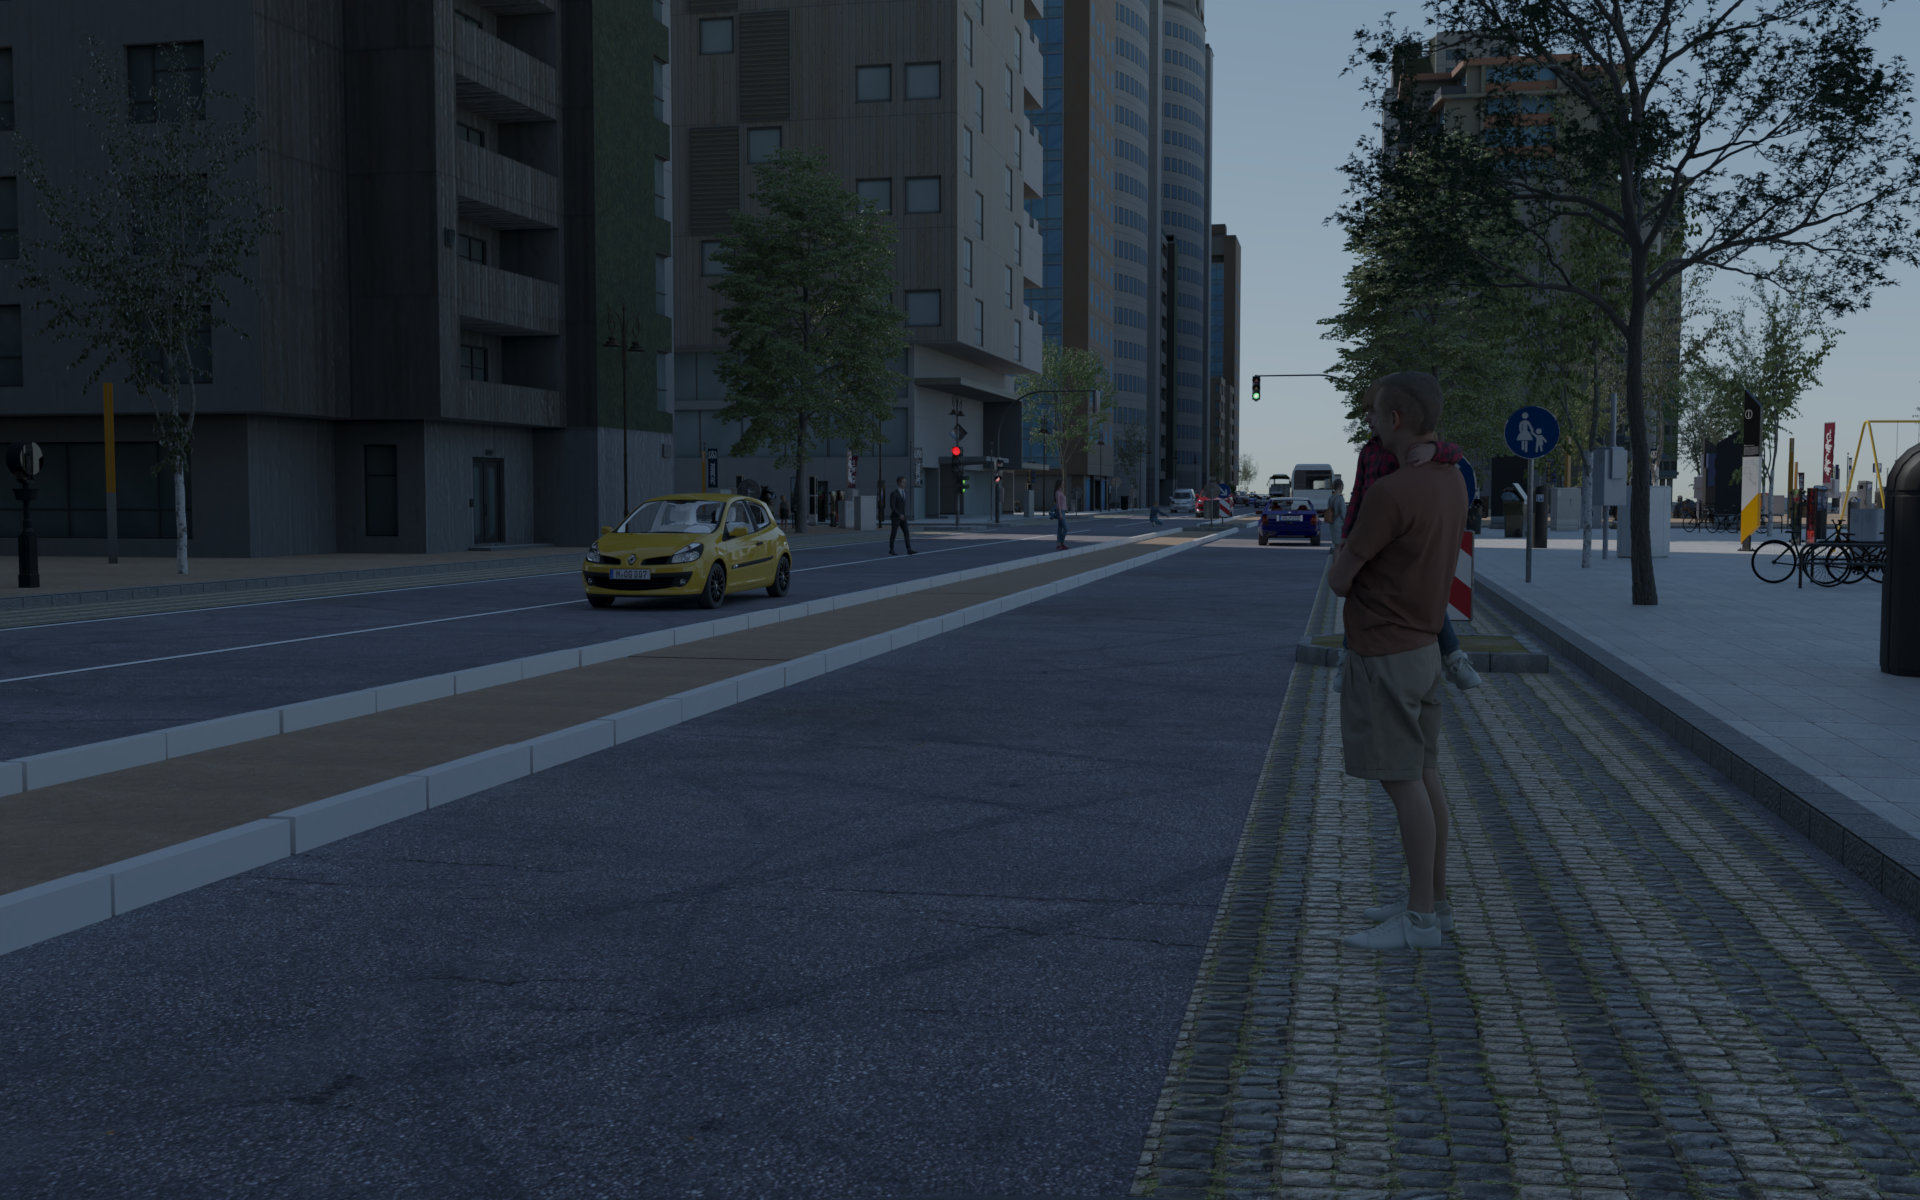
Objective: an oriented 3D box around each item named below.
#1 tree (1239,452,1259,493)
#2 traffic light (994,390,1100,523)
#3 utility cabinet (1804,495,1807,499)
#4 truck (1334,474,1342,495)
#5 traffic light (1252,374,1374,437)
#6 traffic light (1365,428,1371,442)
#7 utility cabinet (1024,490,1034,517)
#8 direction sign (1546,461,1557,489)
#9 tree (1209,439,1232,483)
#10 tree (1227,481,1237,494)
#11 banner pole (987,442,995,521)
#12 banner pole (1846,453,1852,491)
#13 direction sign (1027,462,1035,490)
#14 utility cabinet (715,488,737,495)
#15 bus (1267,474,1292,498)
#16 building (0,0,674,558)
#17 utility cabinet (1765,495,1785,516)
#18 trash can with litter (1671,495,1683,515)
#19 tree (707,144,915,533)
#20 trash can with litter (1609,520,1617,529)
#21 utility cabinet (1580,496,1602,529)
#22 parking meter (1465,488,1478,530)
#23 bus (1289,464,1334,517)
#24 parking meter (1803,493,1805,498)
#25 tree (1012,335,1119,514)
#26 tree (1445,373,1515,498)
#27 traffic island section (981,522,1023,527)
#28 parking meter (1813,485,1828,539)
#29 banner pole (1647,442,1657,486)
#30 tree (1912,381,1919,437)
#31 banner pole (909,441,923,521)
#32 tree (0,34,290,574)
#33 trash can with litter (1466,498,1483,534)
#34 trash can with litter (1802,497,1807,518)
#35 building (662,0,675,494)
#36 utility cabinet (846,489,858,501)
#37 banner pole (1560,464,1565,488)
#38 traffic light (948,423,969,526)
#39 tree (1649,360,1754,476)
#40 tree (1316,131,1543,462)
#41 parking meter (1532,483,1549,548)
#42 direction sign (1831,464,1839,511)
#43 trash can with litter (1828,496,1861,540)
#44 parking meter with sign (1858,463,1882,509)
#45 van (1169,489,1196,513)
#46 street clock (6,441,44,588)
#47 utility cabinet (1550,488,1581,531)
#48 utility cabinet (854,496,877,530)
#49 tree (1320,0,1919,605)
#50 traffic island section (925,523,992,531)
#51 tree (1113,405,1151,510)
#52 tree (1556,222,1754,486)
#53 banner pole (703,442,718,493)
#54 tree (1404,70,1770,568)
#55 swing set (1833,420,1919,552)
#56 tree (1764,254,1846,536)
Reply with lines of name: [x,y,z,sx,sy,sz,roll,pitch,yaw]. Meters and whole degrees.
tree: [50.073,-21.776,306.406,4.360,8.622,3.978,0,3,0]
traffic light: [3.735,-6.201,76.052,4.771,5.953,1.251,1,4,13]
utility cabinet: [56.616,-6.355,115.060,1.020,1.237,0.306,-1,4,-16]
truck: [53.226,-15.839,247.887,2.839,4.237,11.283,1,4,11]
traffic light: [13.448,-5.558,65.537,4.771,5.953,1.251,1,4,13]
traffic light: [17.254,-5.143,73.013,0.839,4.253,0.868,1,4,13]
utility cabinet: [3.753,-5.226,94.131,0.318,1.500,1.173,-1,4,-12]
direction sign: [40.038,-7.666,117.329,0.876,3.537,0.379,-2,4,-25]
tree: [33.182,-16.812,225.243,4.360,8.622,3.978,0,3,0]
tree: [40.694,-16.206,259.572,1.663,3.219,1.824,0,3,0]
banner pole: [1.521,-5.720,83.535,0.401,3.779,0.863,0,4,0]
banner pole: [53.613,-7.001,104.484,0.401,3.779,0.863,0,4,6]
direction sign: [4.973,-7.874,120.742,0.379,3.537,0.876,3,5,41]
utility cabinet: [-11.225,-4.533,82.788,0.318,1.500,1.173,2,4,29]
bus: [39.473,-13.530,212.768,2.896,3.916,12.252,1,4,13]
building: [-15.996,-16.425,40.250,14.160,30.474,14.107,1,4,13]
utility cabinet: [47.367,-5.479,100.736,1.020,1.237,0.306,1,4,21]
trash can with litter: [45.101,-5.971,108.685,1.678,1.210,2.233,0,4,-4]
tree: [-4.919,-8.485,56.856,7.486,12.596,7.792,0,3,0]
trash can with litter: [24.206,-3.163,63.102,1.055,1.170,0.624,0,4,-6]
utility cabinet: [23.295,-3.251,64.310,1.020,1.237,0.306,2,4,28]
parking meter: [16.603,-2.923,56.196,0.372,1.533,0.369,0,3,0]
bus: [22.713,-7.147,111.715,2.948,3.499,13.247,1,4,11]
parking meter: [65.014,-7.664,133.709,0.372,1.533,0.369,0,3,0]
tree: [6.799,-11.531,114.285,9.928,11.665,9.643,0,3,0]
tree: [24.765,-8.138,83.413,4.360,8.622,3.978,0,3,0]
traffic island section: [1.638,-3.323,76.617,2.009,0.180,2.903,1,4,13]
parking meter: [24.433,-2.495,49.208,0.372,1.533,0.369,0,3,0]
banner pole: [33.324,-5.721,83.553,0.401,3.779,0.863,-2,4,-26]
tree: [49.316,-8.293,85.959,4.360,8.622,3.978,0,3,0]
banner pole: [-2.122,-5.621,81.924,0.863,3.779,0.401,-2,4,-27]
tree: [-12.704,-4.717,27.483,4.360,8.622,3.978,0,3,0]
trash can with litter: [16.366,-2.687,55.314,0.624,1.170,1.055,1,4,16]
trash can with litter: [45.483,-4.976,92.750,1.055,1.170,0.624,2,4,28]
building: [-25.168,-31.743,60.993,28.212,58.520,21.231,1,4,13]
utility cabinet: [-4.833,-4.238,77.972,0.318,1.500,1.173,-1,4,-16]
banner pole: [44.400,-8.389,127.181,0.401,3.779,0.863,-2,4,-30]
traffic light: [-0.072,-4.878,68.682,0.839,4.253,0.868,1,4,13]
tree: [56.949,-12.664,132.812,9.928,11.665,9.643,0,3,0]
tree: [14.994,-8.373,55.028,7.486,12.596,7.792,0,3,0]
parking meter: [13.754,-1.999,41.094,0.372,1.533,0.369,0,3,0]
direction sign: [66.699,-8.574,132.179,0.876,3.537,0.379,-1,4,-21]
trash can with litter: [23.386,-2.064,44.812,2.233,1.210,1.678,-3,5,-41]
parking meter with sign: [51.292,-6.230,98.119,0.543,3.016,1.738,-1,4,-15]
van: [17.119,-7.701,132.915,2.013,2.044,4.112,1,4,13]
street clock: [-12.762,-1.169,23.686,0.358,2.002,0.471,1,4,10]
utility cabinet: [20.940,-3.130,59.857,1.173,1.500,0.318,-2,4,-30]
utility cabinet: [-3.374,-3.084,61.593,0.306,1.237,1.020,2,4,31]
tree: [7.631,-5.229,19.911,7.601,10.594,8.767,1,4,20]
traffic island section: [-0.108,-2.847,68.825,2.009,0.180,2.903,1,4,13]
tree: [13.956,-11.739,142.292,4.360,8.622,3.978,0,3,0]
tree: [18.496,-5.881,46.509,4.360,8.622,3.978,0,3,0]
banner pole: [-12.093,-5.727,83.656,0.863,3.779,0.401,0,4,-2]
tree: [10.680,-4.868,29.948,4.737,8.622,4.395,0,3,0]
swing set: [20.462,-2.386,36.627,3.119,2.851,2.862,0,4,4]
tree: [24.373,-6.240,52.386,4.737,8.622,4.395,0,3,0]
